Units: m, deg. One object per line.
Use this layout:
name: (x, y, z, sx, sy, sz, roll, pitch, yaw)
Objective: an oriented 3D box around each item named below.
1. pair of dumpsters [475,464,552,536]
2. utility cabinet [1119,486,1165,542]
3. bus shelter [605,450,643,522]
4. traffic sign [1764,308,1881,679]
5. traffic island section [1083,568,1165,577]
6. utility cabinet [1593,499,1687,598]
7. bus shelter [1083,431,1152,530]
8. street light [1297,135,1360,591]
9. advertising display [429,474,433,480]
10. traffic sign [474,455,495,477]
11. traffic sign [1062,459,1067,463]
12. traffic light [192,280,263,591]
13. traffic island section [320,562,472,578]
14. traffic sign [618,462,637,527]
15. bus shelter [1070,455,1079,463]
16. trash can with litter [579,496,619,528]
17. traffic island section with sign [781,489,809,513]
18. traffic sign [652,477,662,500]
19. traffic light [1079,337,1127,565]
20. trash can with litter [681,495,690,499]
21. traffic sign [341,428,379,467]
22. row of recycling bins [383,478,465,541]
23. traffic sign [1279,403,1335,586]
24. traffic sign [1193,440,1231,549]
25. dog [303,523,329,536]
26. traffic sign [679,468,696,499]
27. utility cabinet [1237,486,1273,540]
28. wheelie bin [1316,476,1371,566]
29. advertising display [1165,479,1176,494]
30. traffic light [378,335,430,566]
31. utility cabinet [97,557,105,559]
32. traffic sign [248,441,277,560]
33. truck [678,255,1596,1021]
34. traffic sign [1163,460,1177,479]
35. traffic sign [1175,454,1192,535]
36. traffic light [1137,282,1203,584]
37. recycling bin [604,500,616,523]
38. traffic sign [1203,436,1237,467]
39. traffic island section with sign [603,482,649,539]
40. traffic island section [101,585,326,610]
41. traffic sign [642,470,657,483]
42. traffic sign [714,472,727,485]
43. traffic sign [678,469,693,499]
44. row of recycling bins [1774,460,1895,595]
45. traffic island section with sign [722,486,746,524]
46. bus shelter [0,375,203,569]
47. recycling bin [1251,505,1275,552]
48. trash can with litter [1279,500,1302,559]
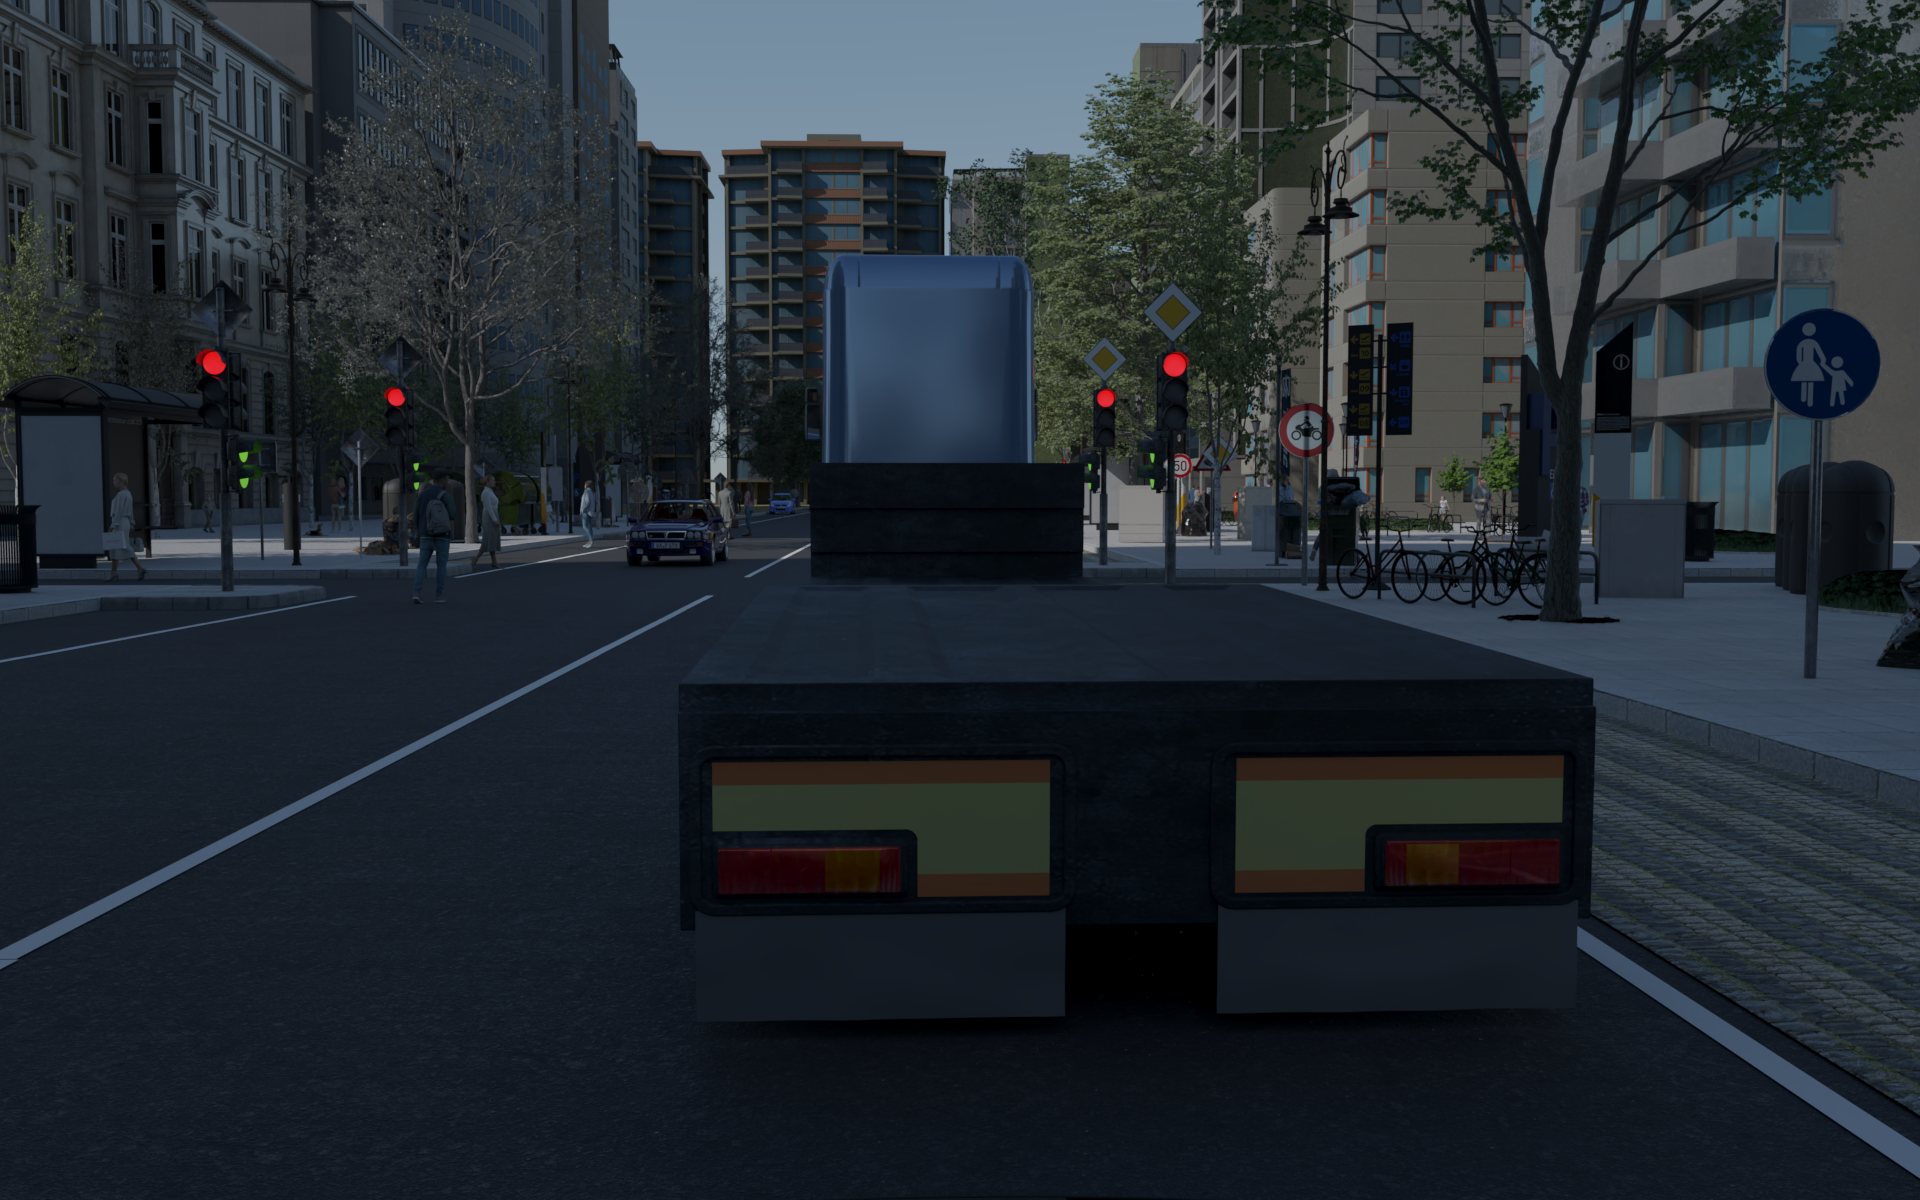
pair of dumpsters: (-14.079, -3.192, 54.675, 1.574, 2.255, 4.437, 0, 4, -2)
utility cabinet: (4.791, -2.256, 45.570, 1.173, 1.500, 0.318, 1, 4, 18)
bus shelter: (-16.325, -5.374, 81.795, 2.014, 3.302, 5.546, 0, 4, -2)
traffic sign: (5.925, -0.727, 11.995, 0.768, 2.556, 0.104, 0, 4, 5)
traffic island section: (2.607, -0.548, 31.235, 2.009, 0.180, 2.903, 0, 4, -2)
utility cabinet: (8.428, -0.632, 21.493, 1.020, 1.237, 0.306, 0, 4, 8)
bus shelter: (5.431, -3.965, 58.748, 2.014, 3.302, 5.546, 0, 4, -2)
street light: (4.818, -3.061, 22.834, 0.468, 5.910, 1.993, 0, 4, -2)
advertising display: (-17.522, -3.199, 57.512, 0.974, 1.923, 0.123, 3, 5, 44)
traffic sign: (-16.058, -3.588, 58.402, 0.795, 2.593, 0.064, 0, 4, 4)
traffic sign: (3.824, -3.895, 63.690, 0.884, 2.594, 0.081, 0, 4, 5)
traffic light: (-9.652, -2.069, 22.755, 0.839, 4.253, 0.868, 0, 4, -2)
traffic island section: (-9.929, -0.525, 30.870, 2.009, 0.180, 2.903, 0, 4, -2)
traffic sign: (-13.118, -4.170, 68.287, 0.768, 2.556, 0.104, 0, 4, 1)
bus shelter: (6.341, -5.345, 81.310, 2.014, 3.302, 5.546, 0, 4, -2)
trash can with litter: (-13.880, -3.380, 66.324, 1.678, 1.210, 2.233, 2, 4, 31)
traffic island section with sign: (-12.631, -7.582, 132.594, 1.989, 1.847, 2.006, 0, 4, -2)
traffic sign: (-17.772, -6.080, 101.529, 0.606, 2.300, 0.079, 0, 4, 1)
traffic light: (2.566, -2.581, 31.120, 0.839, 4.253, 0.868, 0, 4, -2)
trash can with litter: (-15.685, -5.530, 101.470, 2.233, 1.210, 1.678, -3, 4, -38)
traffic sign: (-11.975, -2.129, 34.549, 0.795, 2.593, 0.064, 0, 4, 7)
row of recycling bins: (-14.516, -2.450, 47.163, 1.069, 1.692, 3.534, 1, 4, 11)
traffic sign: (4.829, -1.474, 24.209, 0.768, 2.556, 0.104, 0, 4, 6)
traffic sign: (5.845, -2.461, 40.242, 0.884, 2.594, 0.081, 0, 4, -1)
dog: (-19.641, -2.142, 52.758, 0.748, 0.427, 0.550, 3, 4, 39)
traffic sign: (-13.803, -5.371, 87.816, 0.884, 2.594, 0.081, 0, 4, 3)
utility cabinet: (8.258, -2.438, 48.540, 1.173, 1.500, 0.318, -3, 5, -41)
wheelie bin: (6.871, -1.420, 31.122, 0.980, 1.594, 0.693, 1, 4, 19)
advertising display: (7.670, -3.687, 65.497, 0.974, 1.923, 0.123, 0, 4, -6)
traffic light: (-9.889, -2.558, 30.736, 0.839, 4.253, 0.868, 0, 4, -2)
utility cabinet: (-16.963, -1.502, 33.244, 0.318, 1.500, 1.173, 1, 4, 12)
traffic sign: (-13.549, -1.924, 33.583, 0.606, 2.300, 0.079, 0, 4, 0)
truck: (-0.031, -1.469, 13.784, 2.967, 4.110, 18.799, 0, 4, -3)
traffic sign: (7.408, -3.671, 60.126, 0.768, 2.556, 0.104, 0, 4, 2)
traffic sign: (6.948, -3.339, 54.697, 0.768, 2.556, 0.104, 0, 4, 8)
traffic light: (2.803, -2.093, 23.139, 0.839, 4.253, 0.868, 0, 4, -2)
recycling bin: (-16.005, -4.001, 77.969, 0.722, 1.027, 0.722, 2, 4, 29)
traffic sign: (5.933, -2.427, 39.412, 0.795, 2.593, 0.064, 0, 4, 4)
traffic island section with sign: (-10.332, -2.881, 55.733, 1.989, 1.847, 2.006, 0, 4, -2)
traffic island section: (-9.693, -0.037, 22.888, 2.009, 0.180, 2.903, 0, 4, -2)
traffic sign: (-15.873, -5.405, 88.482, 0.768, 2.556, 0.104, 0, 4, 4)
traffic sign: (-14.376, -6.366, 103.825, 0.795, 2.593, 0.064, 0, 4, -1)
traffic sign: (-14.013, -5.410, 88.561, 0.768, 2.556, 0.104, 0, 4, 1)
row of recycling bins: (11.308, -0.946, 22.577, 1.069, 1.692, 3.534, 1, 4, 17)
traffic island section with sign: (-11.168, -4.584, 83.578, 1.989, 1.847, 2.006, 0, 4, -2)
bus shelter: (-15.489, -2.342, 32.210, 2.014, 3.302, 5.546, 0, 4, -2)
recycling bin: (7.022, -1.612, 38.911, 0.722, 1.027, 0.722, 3, 4, 36)
trash can with litter: (6.652, -1.408, 34.410, 0.624, 1.170, 1.055, 0, 4, -2)
